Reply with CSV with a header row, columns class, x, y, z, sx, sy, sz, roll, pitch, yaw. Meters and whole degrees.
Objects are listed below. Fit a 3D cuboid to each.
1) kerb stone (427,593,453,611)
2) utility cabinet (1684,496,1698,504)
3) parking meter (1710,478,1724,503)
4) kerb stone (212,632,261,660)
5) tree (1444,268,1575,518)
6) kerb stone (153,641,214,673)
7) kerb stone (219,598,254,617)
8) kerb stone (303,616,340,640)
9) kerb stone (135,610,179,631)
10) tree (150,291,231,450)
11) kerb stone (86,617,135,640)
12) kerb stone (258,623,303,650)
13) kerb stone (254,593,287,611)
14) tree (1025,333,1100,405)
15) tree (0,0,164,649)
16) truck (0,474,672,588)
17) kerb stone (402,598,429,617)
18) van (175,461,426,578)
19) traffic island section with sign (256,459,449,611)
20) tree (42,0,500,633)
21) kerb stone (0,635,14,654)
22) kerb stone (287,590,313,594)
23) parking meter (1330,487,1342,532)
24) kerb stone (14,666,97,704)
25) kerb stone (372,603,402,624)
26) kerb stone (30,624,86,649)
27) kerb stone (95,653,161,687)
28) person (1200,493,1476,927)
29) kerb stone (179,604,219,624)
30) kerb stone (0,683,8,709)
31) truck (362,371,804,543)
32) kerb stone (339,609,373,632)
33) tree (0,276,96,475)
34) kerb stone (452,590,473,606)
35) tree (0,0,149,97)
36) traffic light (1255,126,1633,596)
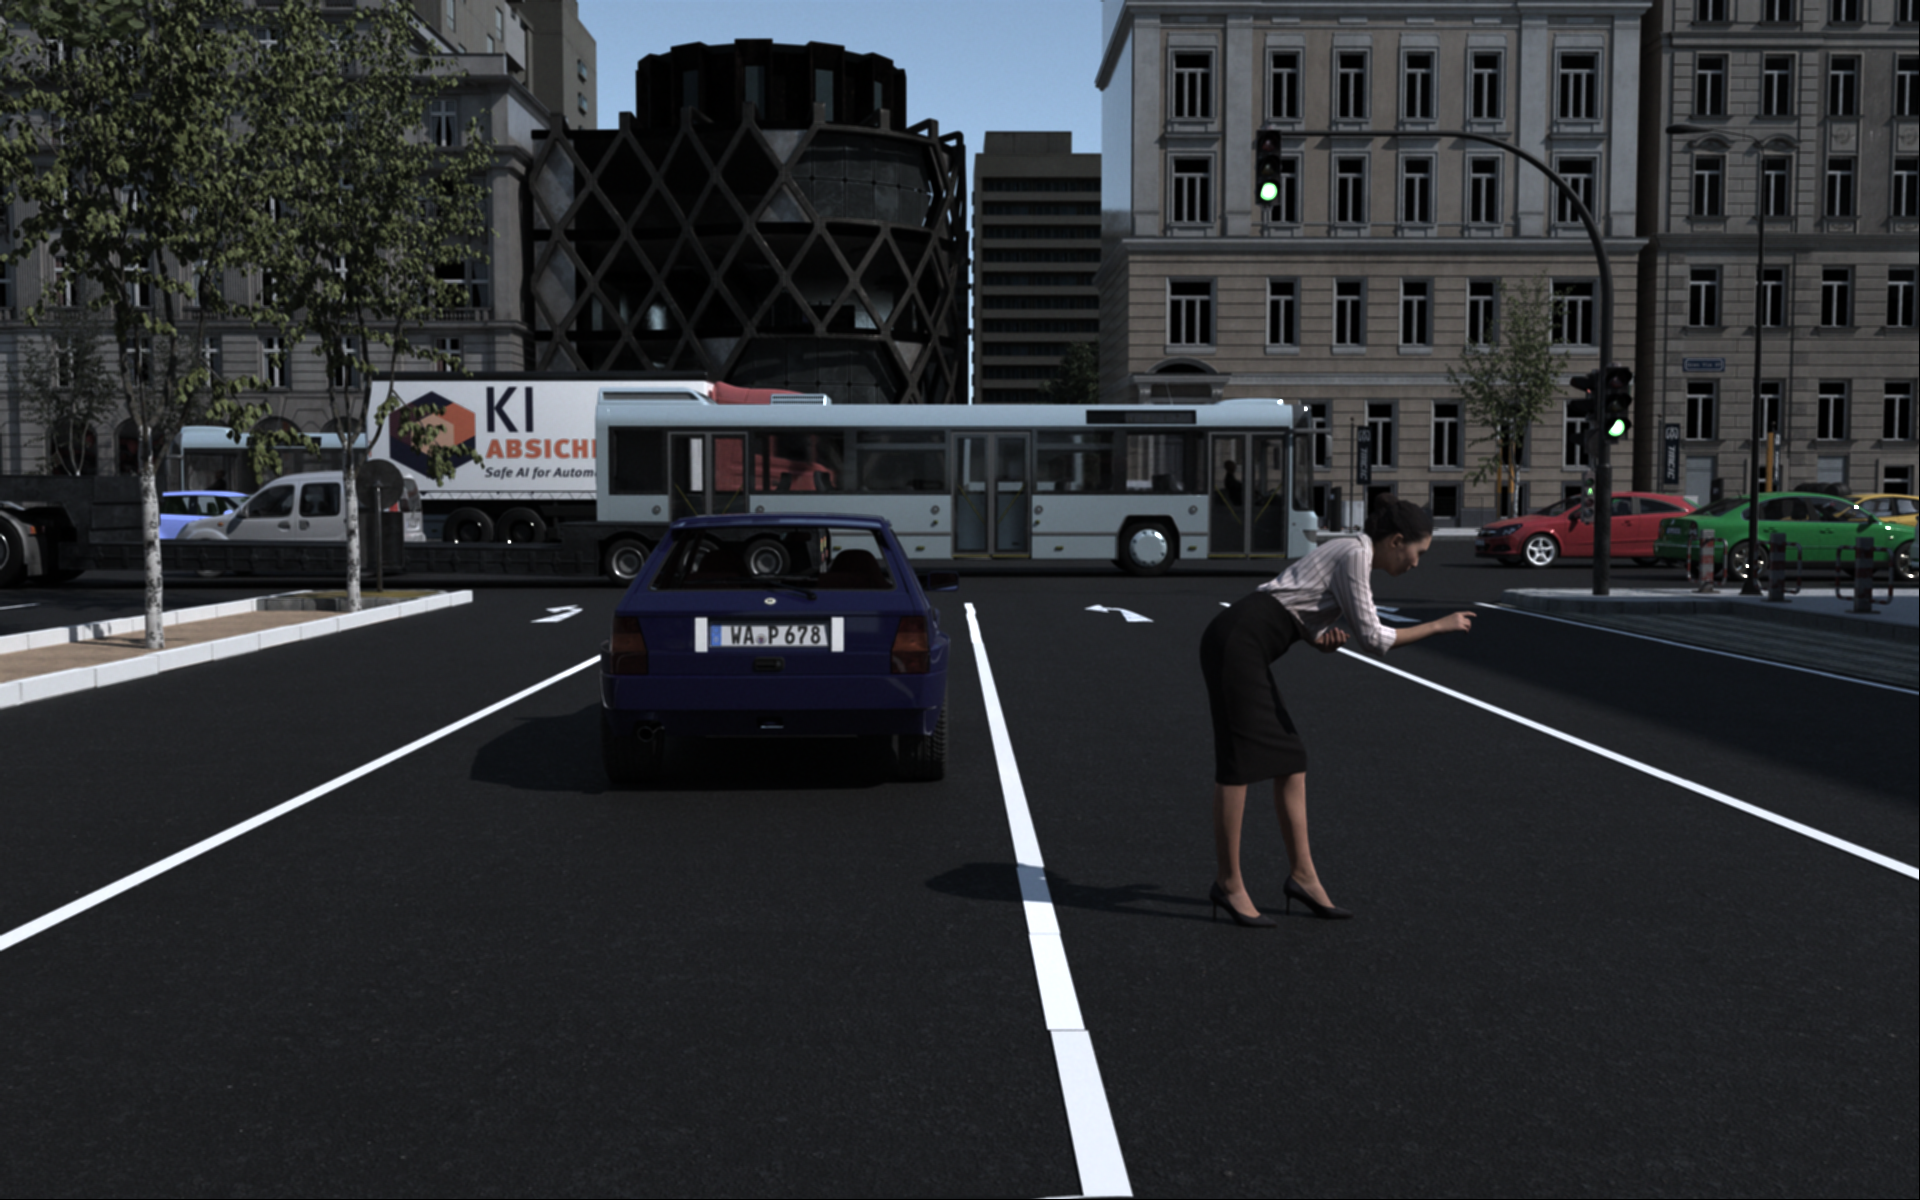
class,x,y,z,sx,sy,sz,roll,pitch,yaw
kerb stone,-6.548,0.039,21.563,0.120,0.150,1.000,0,4,-1
utility cabinet,24.739,-2.928,59.037,1.020,1.237,0.306,-3,4,-38
parking meter,27.534,-3.506,63.028,0.255,1.863,0.399,-3,5,-42
kerb stone,-6.485,0.418,15.380,0.120,0.150,1.000,0,4,-1
tree,18.288,-6.529,57.104,4.737,8.622,4.395,0,3,0
kerb stone,-6.473,0.480,14.353,0.120,0.150,1.000,0,4,-1
kerb stone,-8.639,0.108,20.485,0.120,0.150,1.000,0,4,-1
kerb stone,-6.510,0.297,17.446,0.120,0.150,1.000,0,4,-1
kerb stone,-8.625,0.239,18.428,0.120,0.150,1.000,0,4,-1
tree,-28.091,-6.853,62.415,4.360,8.622,3.978,0,3,0
kerb stone,-8.610,0.295,17.401,0.120,0.150,1.000,0,4,-1
kerb stone,-6.498,0.354,16.416,0.120,0.150,1.000,0,4,-1
kerb stone,-8.644,0.042,21.514,0.120,0.150,1.000,0,4,-1
tree,9.470,-12.655,123.916,9.611,12.733,9.660,0,3,0
tree,-7.406,-3.835,15.524,4.737,8.622,4.395,0,3,0
truck,-11.528,-2.281,27.060,18.799,4.110,2.967,0,4,-2
kerb stone,-6.537,0.103,20.537,0.120,0.150,1.000,0,4,-1
van,-11.554,-1.425,30.311,4.112,2.044,2.013,0,4,0
traffic island section with sign,-7.600,-0.852,22.067,2.006,1.907,1.989,0,4,-1
tree,-7.250,-4.131,20.354,4.737,8.622,4.395,0,3,0
kerb stone,-8.588,0.419,15.348,0.120,0.150,1.000,0,4,-1
kerb stone,-8.665,-0.021,22.543,0.120,0.150,1.000,0,4,-1
parking meter,12.687,-3.063,58.491,0.372,1.533,0.369,0,3,0
kerb stone,-6.454,0.605,12.300,0.120,0.150,1.000,0,4,-1
kerb stone,-6.532,0.165,19.503,0.120,0.150,1.000,0,4,-1
kerb stone,-8.598,0.356,16.375,0.120,0.150,1.000,0,4,-1
kerb stone,-6.456,0.551,13.327,0.120,0.150,1.000,0,4,-1
person,1.202,0.363,5.761,0.799,1.438,0.628,-2,4,-29
kerb stone,-8.627,0.169,19.458,0.120,0.150,1.000,0,4,-1
kerb stone,-6.446,0.671,11.268,0.120,0.150,1.000,0,4,-1
truck,-7.975,-3.167,40.691,11.283,4.237,2.839,0,4,1
kerb stone,-6.513,0.230,18.474,0.120,0.150,1.000,0,4,-1
tree,-29.117,-6.513,56.855,4.360,8.622,3.978,0,3,0
kerb stone,-6.555,-0.024,22.590,0.120,0.150,1.000,0,4,-1
tree,-7.484,-5.337,7.837,7.486,12.596,7.792,0,3,0
traffic light,6.011,-2.877,21.710,4.771,5.953,1.251,0,4,-1
